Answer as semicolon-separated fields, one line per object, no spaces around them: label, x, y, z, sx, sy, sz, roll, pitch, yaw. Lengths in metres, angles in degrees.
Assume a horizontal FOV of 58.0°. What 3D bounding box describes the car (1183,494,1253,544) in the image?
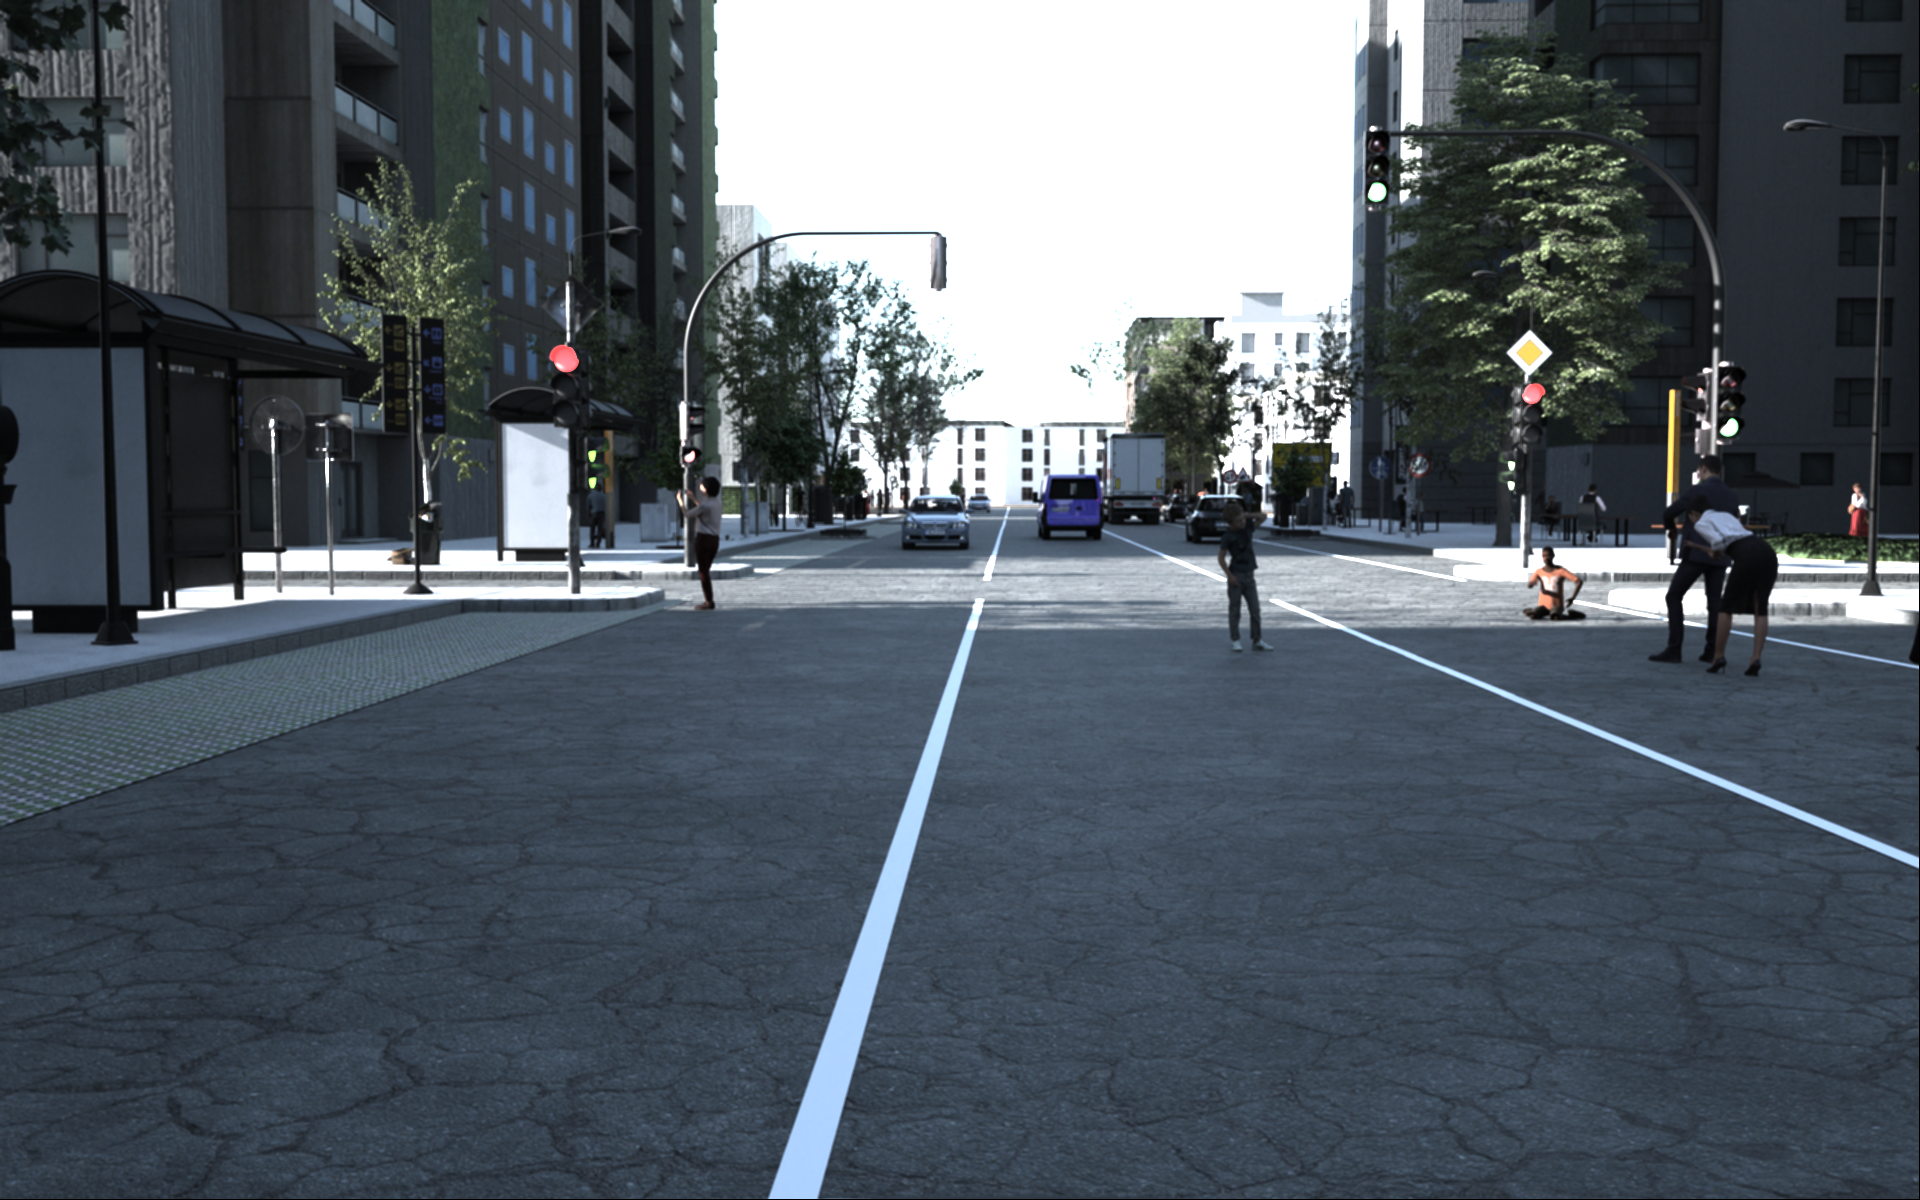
car;7.672;-2.548;51.451;2.009;1.686;4.222;0;4;3

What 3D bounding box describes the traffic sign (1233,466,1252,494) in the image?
traffic sign;13.053;-4.890;79.950;0.884;2.594;0.081;1;4;10

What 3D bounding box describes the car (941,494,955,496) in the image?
car;-1.074;-8.276;145.099;2.009;1.686;4.222;0;4;1

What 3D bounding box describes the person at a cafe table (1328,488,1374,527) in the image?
person at a cafe table;15.280;-3.652;68.228;1.698;1.524;1.622;-3;5;-42

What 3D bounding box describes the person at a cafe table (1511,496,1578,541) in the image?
person at a cafe table;16.369;-2.277;48.084;1.698;1.238;1.726;2;4;27

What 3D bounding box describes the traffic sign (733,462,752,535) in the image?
traffic sign;-6.864;-3.210;54.606;0.606;2.300;0.079;0;4;2

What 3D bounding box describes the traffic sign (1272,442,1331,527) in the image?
traffic sign;13.379;-4.528;67.907;2.265;3.308;0.079;1;4;11

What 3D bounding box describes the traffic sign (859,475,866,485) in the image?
traffic sign;-5.344;-5.531;92.559;0.606;2.300;0.079;1;4;11

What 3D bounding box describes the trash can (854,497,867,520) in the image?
trash can;-4.955;-4.566;86.309;0.748;1.137;0.748;0;3;0

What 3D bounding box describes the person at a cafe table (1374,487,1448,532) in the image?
person at a cafe table;15.505;-3.111;59.374;1.622;1.524;1.698;-2;4;-28

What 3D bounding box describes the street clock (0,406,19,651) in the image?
street clock;-7.910;-0.588;14.181;0.471;2.002;0.358;3;4;36

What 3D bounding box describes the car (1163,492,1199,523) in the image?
car;11.300;-4.749;87.430;2.009;1.686;4.222;0;4;1

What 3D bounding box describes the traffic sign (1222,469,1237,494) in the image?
traffic sign;13.813;-5.415;88.647;0.768;2.556;0.104;1;4;8

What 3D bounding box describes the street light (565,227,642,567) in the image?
street light;-6.233;-3.533;30.300;1.470;5.913;1.316;0;4;2

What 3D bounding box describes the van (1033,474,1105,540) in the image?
van;3.537;-3.170;56.215;2.240;2.365;5.245;0;4;0

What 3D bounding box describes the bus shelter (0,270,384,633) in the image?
bus shelter;-8.092;-1.499;18.427;2.014;3.302;5.546;0;4;2

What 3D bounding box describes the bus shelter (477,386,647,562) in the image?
bus shelter;-7.959;-2.531;35.311;2.014;3.302;5.546;0;4;2

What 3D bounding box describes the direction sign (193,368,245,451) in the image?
direction sign;-13.379;-2.406;31.330;0.876;3.537;0.379;-3;5;-45

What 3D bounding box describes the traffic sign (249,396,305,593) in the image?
traffic sign;-8.860;-1.367;22.458;0.768;2.556;0.104;0;4;8

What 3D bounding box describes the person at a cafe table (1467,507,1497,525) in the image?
person at a cafe table;22.496;-3.788;72.803;1.726;1.238;1.698;3;5;44

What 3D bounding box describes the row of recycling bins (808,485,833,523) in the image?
row of recycling bins;-6.354;-4.421;79.398;1.069;1.692;3.534;-1;4;-10

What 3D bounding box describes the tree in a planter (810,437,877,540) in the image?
tree in a planter;-3.656;-3.522;54.811;1.991;3.239;1.994;0;4;2

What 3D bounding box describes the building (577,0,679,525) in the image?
building;-20.260;-18.416;72.795;14.160;30.474;14.107;0;4;2

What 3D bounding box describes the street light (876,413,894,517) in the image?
street light;-4.071;-7.709;98.581;1.470;5.913;1.316;0;4;2

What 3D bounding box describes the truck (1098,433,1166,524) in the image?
truck;8.408;-5.902;85.418;2.839;4.237;11.283;0;4;2

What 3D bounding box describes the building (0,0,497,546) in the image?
building;-21.147;-22.058;44.237;14.154;41.232;14.086;0;4;2

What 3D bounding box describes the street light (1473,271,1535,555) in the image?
street light;11.376;-3.895;36.229;1.470;5.913;1.316;0;4;2

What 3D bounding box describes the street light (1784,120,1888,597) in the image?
street light;10.940;-3.005;21.669;1.470;5.913;1.316;0;4;2

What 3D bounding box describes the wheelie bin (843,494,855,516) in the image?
wheelie bin;-6.408;-5.719;101.417;0.980;1.594;0.693;-1;4;-19

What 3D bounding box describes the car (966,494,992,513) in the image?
car;1.499;-7.553;135.488;2.014;1.417;4.499;0;4;1

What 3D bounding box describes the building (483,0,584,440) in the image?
building;-21.492;-24.962;58.246;14.600;45.320;14.200;0;4;2

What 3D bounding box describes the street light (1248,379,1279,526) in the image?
street light;12.342;-5.975;70.239;1.470;5.913;1.316;0;4;2

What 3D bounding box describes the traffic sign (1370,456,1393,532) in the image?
traffic sign;14.234;-3.577;58.591;0.768;2.556;0.104;1;4;9

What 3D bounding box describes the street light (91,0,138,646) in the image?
street light;-6.701;-2.574;14.631;1.470;5.913;1.316;0;4;2

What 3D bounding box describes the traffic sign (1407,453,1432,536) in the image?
traffic sign;14.190;-3.270;53.563;0.768;2.556;0.104;1;4;10

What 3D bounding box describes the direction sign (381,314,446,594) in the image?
direction sign;-6.981;-1.847;22.196;0.379;3.537;0.876;3;5;41

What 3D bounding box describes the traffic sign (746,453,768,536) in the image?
traffic sign;-6.221;-3.235;53.000;0.768;2.556;0.104;0;4;8

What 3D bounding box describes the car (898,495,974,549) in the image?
car;-0.619;-2.105;46.426;2.014;1.417;4.499;0;4;1

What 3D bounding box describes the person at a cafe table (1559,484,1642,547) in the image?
person at a cafe table;15.627;-2.079;42.510;1.698;1.524;1.622;3;4;37

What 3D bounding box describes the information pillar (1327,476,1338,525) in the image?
information pillar;15.545;-4.149;72.329;0.304;2.012;0.304;-2;4;-28

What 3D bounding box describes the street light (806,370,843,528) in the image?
street light;-5.074;-5.650;64.913;1.470;5.913;1.316;0;4;2

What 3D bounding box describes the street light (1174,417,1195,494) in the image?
street light;13.520;-8.041;104.003;1.470;5.913;1.316;0;4;2

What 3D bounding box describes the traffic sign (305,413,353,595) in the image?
traffic sign;-7.970;-1.210;21.906;0.606;2.300;0.079;0;4;3

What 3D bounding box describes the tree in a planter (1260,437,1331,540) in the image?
tree in a planter;10.490;-3.496;54.388;1.991;3.239;1.994;0;4;2

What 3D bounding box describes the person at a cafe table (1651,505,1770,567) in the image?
person at a cafe table;13.680;-1.246;31.230;1.726;1.238;1.698;-3;5;-44

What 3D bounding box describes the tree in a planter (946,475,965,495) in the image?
tree in a planter;-0.462;-9.886;158.862;1.991;3.239;1.994;0;4;2

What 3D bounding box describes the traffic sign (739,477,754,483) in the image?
traffic sign;-8.199;-3.936;66.485;0.606;2.300;0.079;0;4;2
